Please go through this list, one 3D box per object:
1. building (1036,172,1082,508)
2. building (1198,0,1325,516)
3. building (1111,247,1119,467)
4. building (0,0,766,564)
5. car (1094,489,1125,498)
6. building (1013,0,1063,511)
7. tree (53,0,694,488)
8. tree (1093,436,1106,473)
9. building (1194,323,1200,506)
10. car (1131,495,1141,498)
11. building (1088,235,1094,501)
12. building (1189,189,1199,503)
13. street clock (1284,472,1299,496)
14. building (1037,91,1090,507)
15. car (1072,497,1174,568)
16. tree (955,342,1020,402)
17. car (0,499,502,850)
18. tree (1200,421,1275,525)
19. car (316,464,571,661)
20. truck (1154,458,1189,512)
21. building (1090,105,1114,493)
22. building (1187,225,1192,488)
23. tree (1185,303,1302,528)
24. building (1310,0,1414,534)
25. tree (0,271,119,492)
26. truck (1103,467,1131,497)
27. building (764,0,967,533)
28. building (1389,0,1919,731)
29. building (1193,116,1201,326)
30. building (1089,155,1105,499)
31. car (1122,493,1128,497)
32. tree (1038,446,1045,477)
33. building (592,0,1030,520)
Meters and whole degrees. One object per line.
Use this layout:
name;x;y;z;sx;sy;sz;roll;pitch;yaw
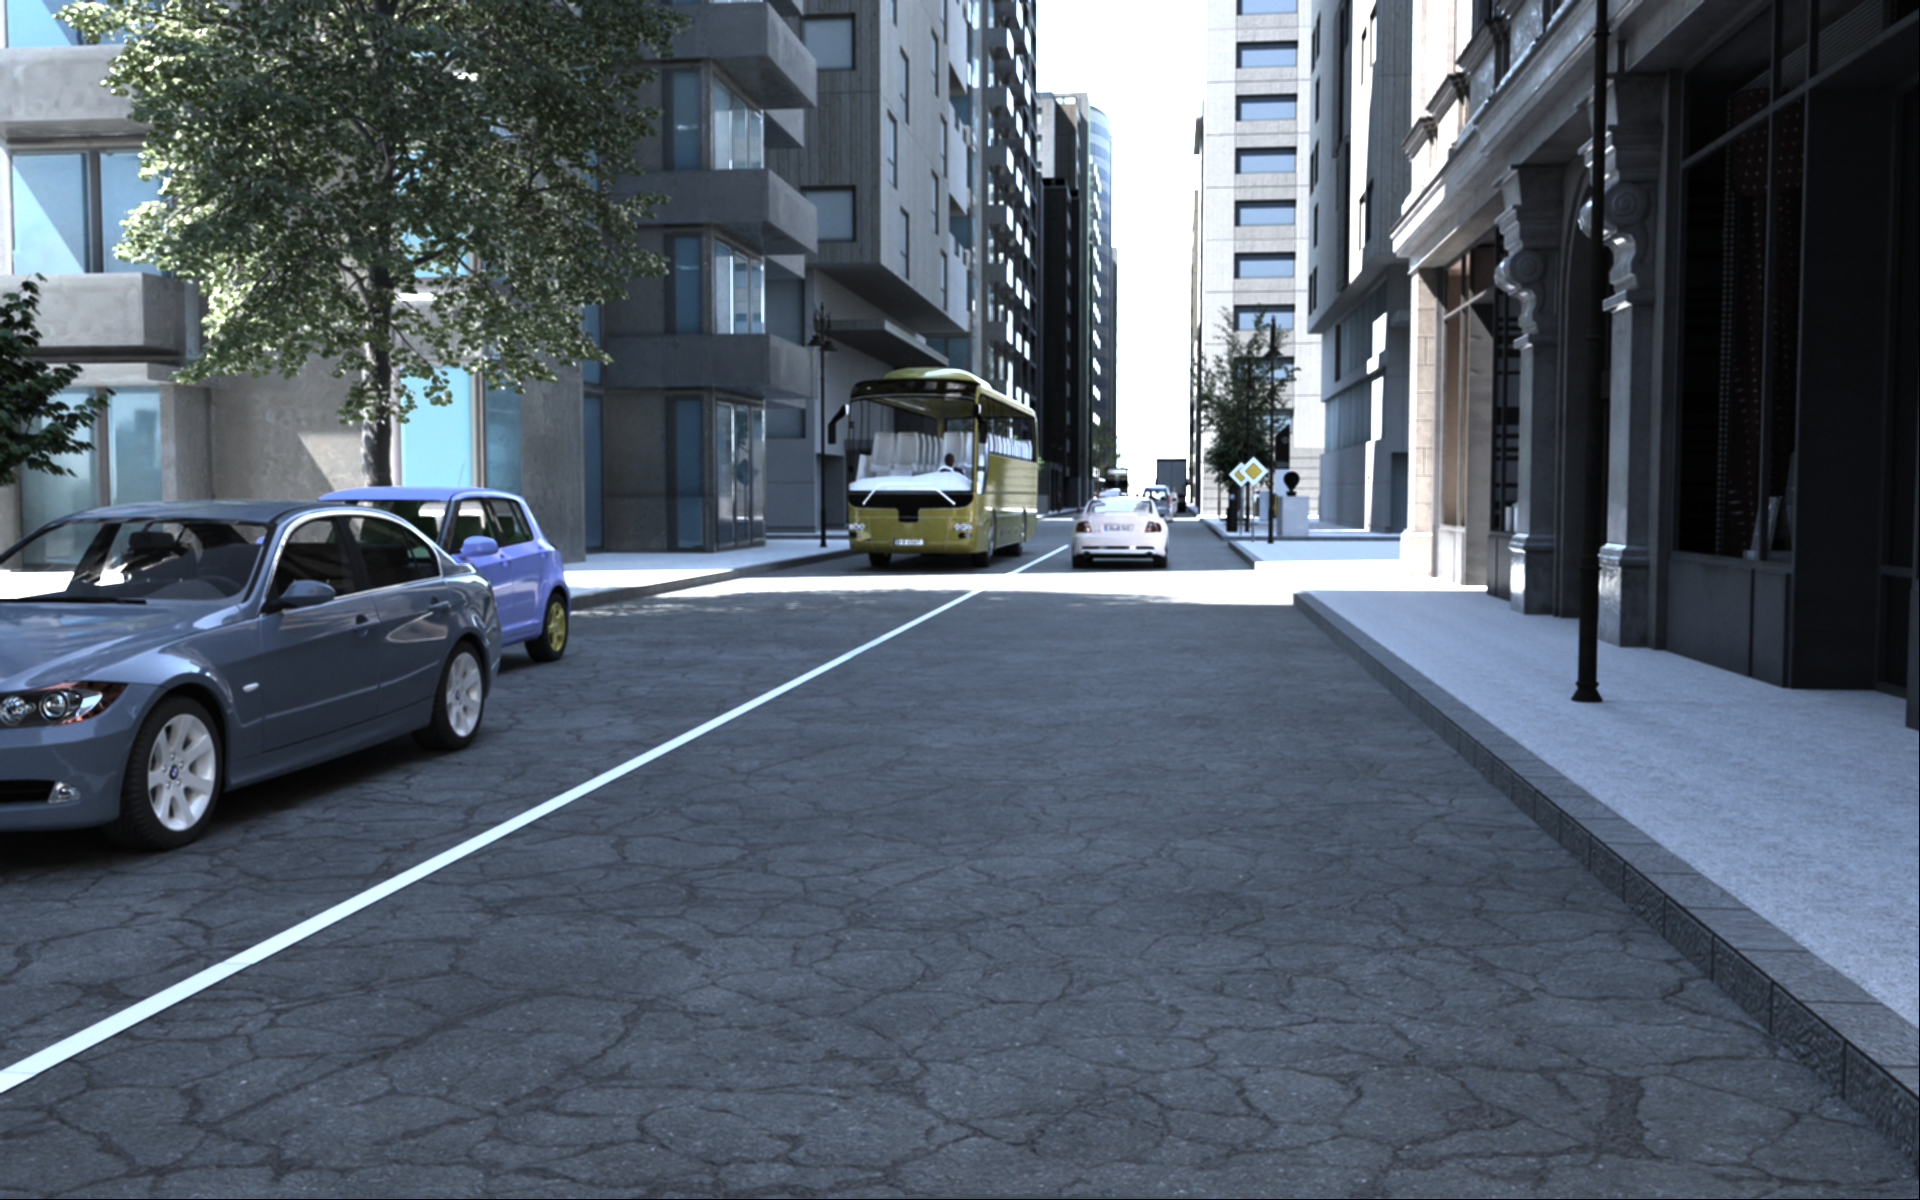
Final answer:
building;3.733;-23.636;158.150;14.160;30.474;14.107;0;4;7
building;26.278;-34.885;112.369;21.231;58.520;28.212;0;4;7
building;18.184;-36.421;279.074;14.154;41.232;14.086;0;4;7
building;-19.138;-25.582;37.880;30.456;49.044;23.786;0;4;7
car;10.966;-7.224;126.777;2.281;1.827;5.304;0;4;7
building;-2.084;-42.918;139.958;20.563;71.187;20.611;0;4;7
tree;-6.795;-6.265;20.561;7.486;12.596;7.792;0;3;0
tree;14.308;-15.015;195.863;4.737;8.622;4.395;0;3;0
building;39.626;-20.992;188.253;27.650;21.520;28.899;0;4;7
car;28.614;-16.546;283.114;1.945;1.354;3.894;1;4;9
building;7.056;-25.345;186.095;14.160;30.474;14.107;0;4;7
building;45.368;-38.865;259.136;21.300;48.544;21.600;0;4;7
street clock;10.744;-3.156;56.165;0.471;2.002;0.358;0;4;0
building;5.505;-29.859;171.781;14.154;41.232;14.086;0;4;7
car;3.279;-1.390;35.083;2.083;1.381;4.827;0;4;7
tree;0.909;-8.231;84.935;4.360;8.622;3.978;0;3;0
car;-3.795;0.209;8.578;2.014;1.417;4.499;0;4;8
tree;11.874;-5.493;73.522;4.285;4.588;4.351;0;3;0
car;-4.424;-0.249;13.669;1.945;1.707;3.694;0;4;7
truck;17.116;-9.253;140.198;2.839;4.237;11.283;0;4;7
building;11.667;-43.794;258.029;21.231;58.520;28.212;0;4;7
building;43.870;-38.430;278.435;14.600;45.320;14.200;0;4;7
tree;10.792;-7.076;66.062;4.737;8.622;4.395;0;3;0
building;27.240;-29.033;63.929;27.495;52.752;28.713;0;4;7
tree;-7.184;-1.120;12.917;1.663;3.219;1.824;0;3;0
truck;16.680;-11.925;183.889;2.839;4.237;11.283;0;4;5
building;-14.274;-29.327;68.741;28.713;52.752;27.495;0;4;7
building;11.191;-10.639;24.858;10.553;20.767;40.483;0;4;7
building;45.904;-39.437;234.037;28.713;52.752;27.495;0;4;7
building;6.962;-37.250;228.644;23.786;49.044;30.456;0;4;7
car;13.270;-8.287;144.525;2.155;1.783;4.494;1;4;8
tree;2.989;-6.746;94.012;4.285;4.588;4.351;0;3;0
building;-7.214;-30.152;112.594;23.786;49.044;30.456;0;4;7
